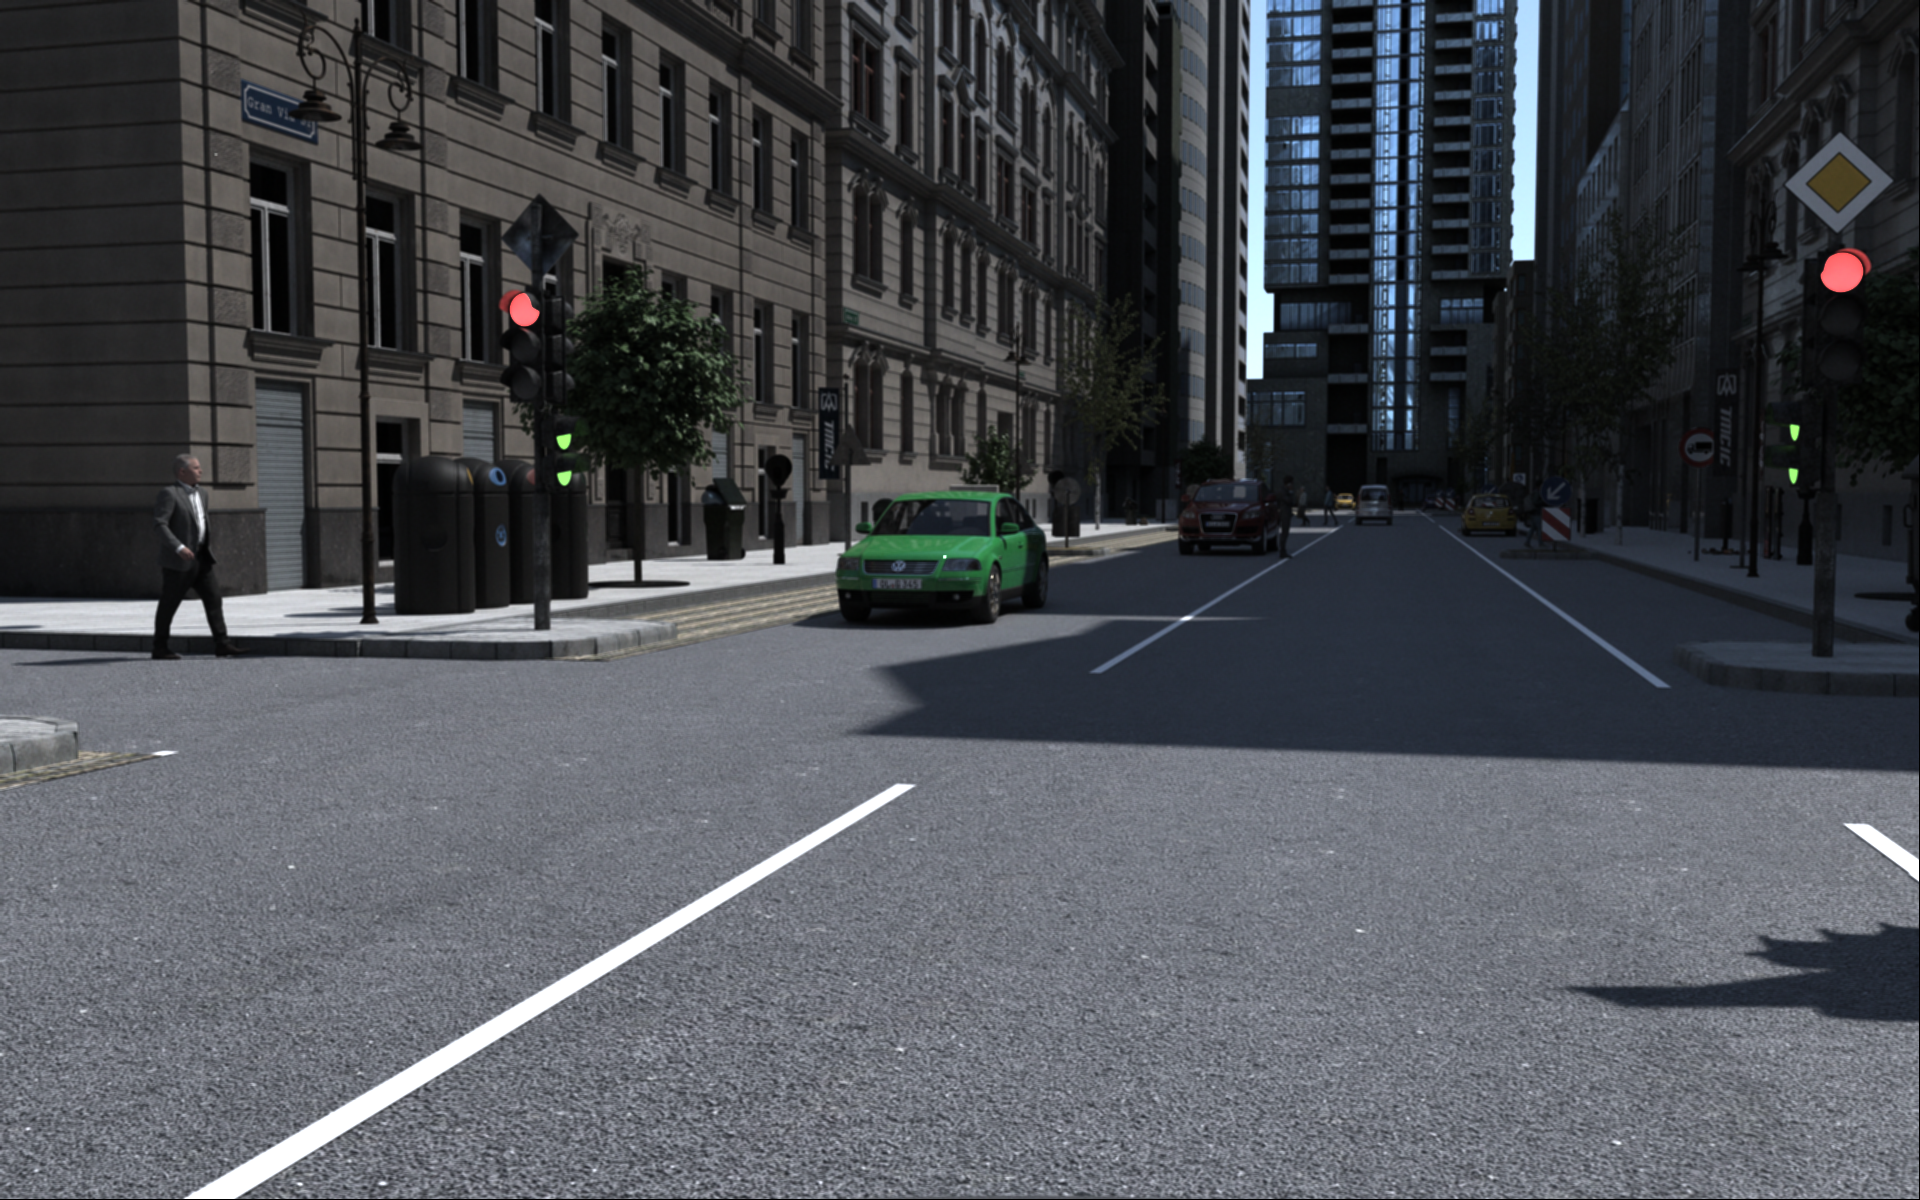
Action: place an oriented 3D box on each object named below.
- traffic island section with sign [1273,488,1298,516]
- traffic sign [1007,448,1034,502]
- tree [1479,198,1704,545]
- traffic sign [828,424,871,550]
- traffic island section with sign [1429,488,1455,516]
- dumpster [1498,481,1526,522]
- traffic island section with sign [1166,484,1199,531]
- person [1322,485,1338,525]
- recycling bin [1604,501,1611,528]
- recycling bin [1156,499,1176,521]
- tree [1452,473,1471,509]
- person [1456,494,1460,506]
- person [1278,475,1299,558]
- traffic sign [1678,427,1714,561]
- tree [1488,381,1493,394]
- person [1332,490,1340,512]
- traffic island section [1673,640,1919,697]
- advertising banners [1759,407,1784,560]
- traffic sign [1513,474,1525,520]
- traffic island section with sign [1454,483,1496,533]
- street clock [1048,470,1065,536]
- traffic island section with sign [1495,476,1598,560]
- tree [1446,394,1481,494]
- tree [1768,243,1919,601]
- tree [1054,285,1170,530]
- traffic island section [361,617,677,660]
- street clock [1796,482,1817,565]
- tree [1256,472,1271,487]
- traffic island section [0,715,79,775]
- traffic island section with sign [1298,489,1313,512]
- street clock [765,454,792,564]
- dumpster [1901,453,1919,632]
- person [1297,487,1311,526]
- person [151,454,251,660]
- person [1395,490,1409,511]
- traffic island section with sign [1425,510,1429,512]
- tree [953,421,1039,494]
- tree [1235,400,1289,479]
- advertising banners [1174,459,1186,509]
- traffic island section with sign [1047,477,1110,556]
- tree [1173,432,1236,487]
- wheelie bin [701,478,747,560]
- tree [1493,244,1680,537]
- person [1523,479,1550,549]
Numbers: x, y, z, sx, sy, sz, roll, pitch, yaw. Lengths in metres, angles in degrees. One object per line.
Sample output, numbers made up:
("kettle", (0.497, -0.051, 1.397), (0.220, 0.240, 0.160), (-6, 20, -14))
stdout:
("traffic island section with sign", (21.245, -6.525, 115.310), (1.989, 1.847, 2.006), (1, 4, 14))
("traffic sign", (1.644, -2.963, 48.451), (0.884, 2.594, 0.081), (1, 4, 18))
("tree", (16.425, -5.692, 43.420), (4.737, 8.622, 4.395), (0, 3, 0))
("traffic sign", (-2.056, -1.962, 32.081), (0.884, 2.594, 0.081), (2, 4, 24))
("traffic island section with sign", (31.692, -6.352, 112.490), (1.989, 1.847, 2.006), (1, 4, 14))
("dumpster", (25.616, -4.564, 80.388), (1.264, 1.857, 1.865), (1, 4, 14))
("traffic island section with sign", (9.048, -3.557, 66.781), (1.989, 1.847, 2.006), (1, 4, 14))
("person", (16.903, -4.333, 79.204), (0.748, 1.841, 0.638), (3, 5, 40))
("recycling bin", (24.597, -3.312, 66.713), (0.722, 1.027, 0.722), (0, 4, 4))
("recycling bin", (9.859, -4.297, 82.805), (0.722, 1.027, 0.722), (-3, 5, -40))
("tree", (44.157, -9.684, 152.934), (1.663, 3.219, 1.824), (0, 3, 0))
("person", (47.649, -9.421, 165.758), (0.421, 1.427, 0.697), (1, 4, 18))
("person", (7.341, -1.860, 38.714), (0.447, 1.846, 0.655), (1, 4, 12))
("traffic sign", (14.143, -2.023, 33.178), (0.768, 2.556, 0.104), (1, 4, 14))
("tree", (24.401, -7.498, 72.948), (4.360, 8.622, 3.978), (0, 3, 0))
("person", (30.395, -8.049, 140.822), (0.721, 1.735, 1.217), (-3, 4, -38))
("traffic island section", (6.837, 0.526, 13.685), (2.009, 0.180, 2.903), (1, 4, 14))
("advertising banners", (16.024, -2.330, 34.280), (0.090, 3.025, 2.074), (1, 4, 13))
("traffic sign", (27.480, -5.079, 85.173), (0.606, 2.300, 0.079), (1, 4, 15))
("traffic island section with sign", (19.888, -3.481, 65.537), (1.989, 1.847, 2.006), (1, 4, 14))
("street clock", (2.929, -2.950, 52.800), (0.471, 2.002, 0.358), (-2, 4, -26))
("traffic island section with sign", (13.154, -1.844, 38.771), (1.989, 1.847, 2.006), (1, 4, 14))
("tree", (37.239, -10.689, 125.134), (4.737, 8.622, 4.395), (0, 3, 0))
("tree", (11.817, -2.297, 21.263), (4.285, 4.588, 4.351), (0, 3, 0))
("tree", (5.151, -6.831, 62.055), (4.737, 8.622, 4.395), (0, 3, 0))
("traffic island section", (-3.968, 0.360, 16.396), (2.009, 0.180, 2.903), (1, 4, 14))
("street clock", (15.289, -1.634, 31.290), (0.358, 2.002, 0.471), (-2, 4, -29))
("tree", (24.624, -8.939, 140.762), (1.663, 3.219, 1.824), (0, 3, 0))
("traffic island section", (-5.915, 0.834, 8.651), (2.009, 0.180, 2.903), (1, 4, 14))
("traffic island section with sign", (27.813, -8.124, 141.456), (1.989, 1.847, 2.006), (1, 4, 14))
("street clock", (-3.322, -1.662, 31.747), (0.471, 2.002, 0.358), (-1, 4, -14))
("dumpster", (9.228, -0.582, 15.282), (1.264, 1.857, 1.865), (1, 4, 14))
("person", (15.272, -4.156, 76.944), (0.515, 1.767, 0.782), (0, 4, -2))
("person", (-6.624, -0.374, 15.010), (0.834, 1.777, 0.661), (0, 4, 6))
("person", (36.649, -8.266, 143.794), (1.348, 1.807, 0.705), (-1, 4, -16))
("traffic island section with sign", (38.416, -7.987, 139.221), (1.989, 1.847, 2.006), (1, 4, 14))
("tree", (0.899, -3.037, 44.249), (1.663, 3.219, 1.824), (0, 3, 0))
("tree", (23.403, -11.323, 135.488), (4.360, 8.622, 3.978), (0, 3, 0))
("advertising banners", (11.384, -5.507, 86.227), (2.074, 3.025, 0.090), (-3, 4, -37))
("traffic island section with sign", (2.477, -1.958, 40.636), (1.989, 1.847, 2.006), (1, 4, 14))
("tree", (12.869, -6.618, 91.923), (4.285, 4.588, 4.351), (0, 3, 0))
("wheelie bin", (-4.628, -1.582, 33.771), (0.693, 1.594, 0.980), (2, 4, 28))
("tree", (18.487, -6.144, 50.820), (4.360, 8.622, 3.978), (0, 3, 0))
("person", (15.014, -2.234, 45.017), (0.713, 1.824, 0.794), (2, 4, 30))
